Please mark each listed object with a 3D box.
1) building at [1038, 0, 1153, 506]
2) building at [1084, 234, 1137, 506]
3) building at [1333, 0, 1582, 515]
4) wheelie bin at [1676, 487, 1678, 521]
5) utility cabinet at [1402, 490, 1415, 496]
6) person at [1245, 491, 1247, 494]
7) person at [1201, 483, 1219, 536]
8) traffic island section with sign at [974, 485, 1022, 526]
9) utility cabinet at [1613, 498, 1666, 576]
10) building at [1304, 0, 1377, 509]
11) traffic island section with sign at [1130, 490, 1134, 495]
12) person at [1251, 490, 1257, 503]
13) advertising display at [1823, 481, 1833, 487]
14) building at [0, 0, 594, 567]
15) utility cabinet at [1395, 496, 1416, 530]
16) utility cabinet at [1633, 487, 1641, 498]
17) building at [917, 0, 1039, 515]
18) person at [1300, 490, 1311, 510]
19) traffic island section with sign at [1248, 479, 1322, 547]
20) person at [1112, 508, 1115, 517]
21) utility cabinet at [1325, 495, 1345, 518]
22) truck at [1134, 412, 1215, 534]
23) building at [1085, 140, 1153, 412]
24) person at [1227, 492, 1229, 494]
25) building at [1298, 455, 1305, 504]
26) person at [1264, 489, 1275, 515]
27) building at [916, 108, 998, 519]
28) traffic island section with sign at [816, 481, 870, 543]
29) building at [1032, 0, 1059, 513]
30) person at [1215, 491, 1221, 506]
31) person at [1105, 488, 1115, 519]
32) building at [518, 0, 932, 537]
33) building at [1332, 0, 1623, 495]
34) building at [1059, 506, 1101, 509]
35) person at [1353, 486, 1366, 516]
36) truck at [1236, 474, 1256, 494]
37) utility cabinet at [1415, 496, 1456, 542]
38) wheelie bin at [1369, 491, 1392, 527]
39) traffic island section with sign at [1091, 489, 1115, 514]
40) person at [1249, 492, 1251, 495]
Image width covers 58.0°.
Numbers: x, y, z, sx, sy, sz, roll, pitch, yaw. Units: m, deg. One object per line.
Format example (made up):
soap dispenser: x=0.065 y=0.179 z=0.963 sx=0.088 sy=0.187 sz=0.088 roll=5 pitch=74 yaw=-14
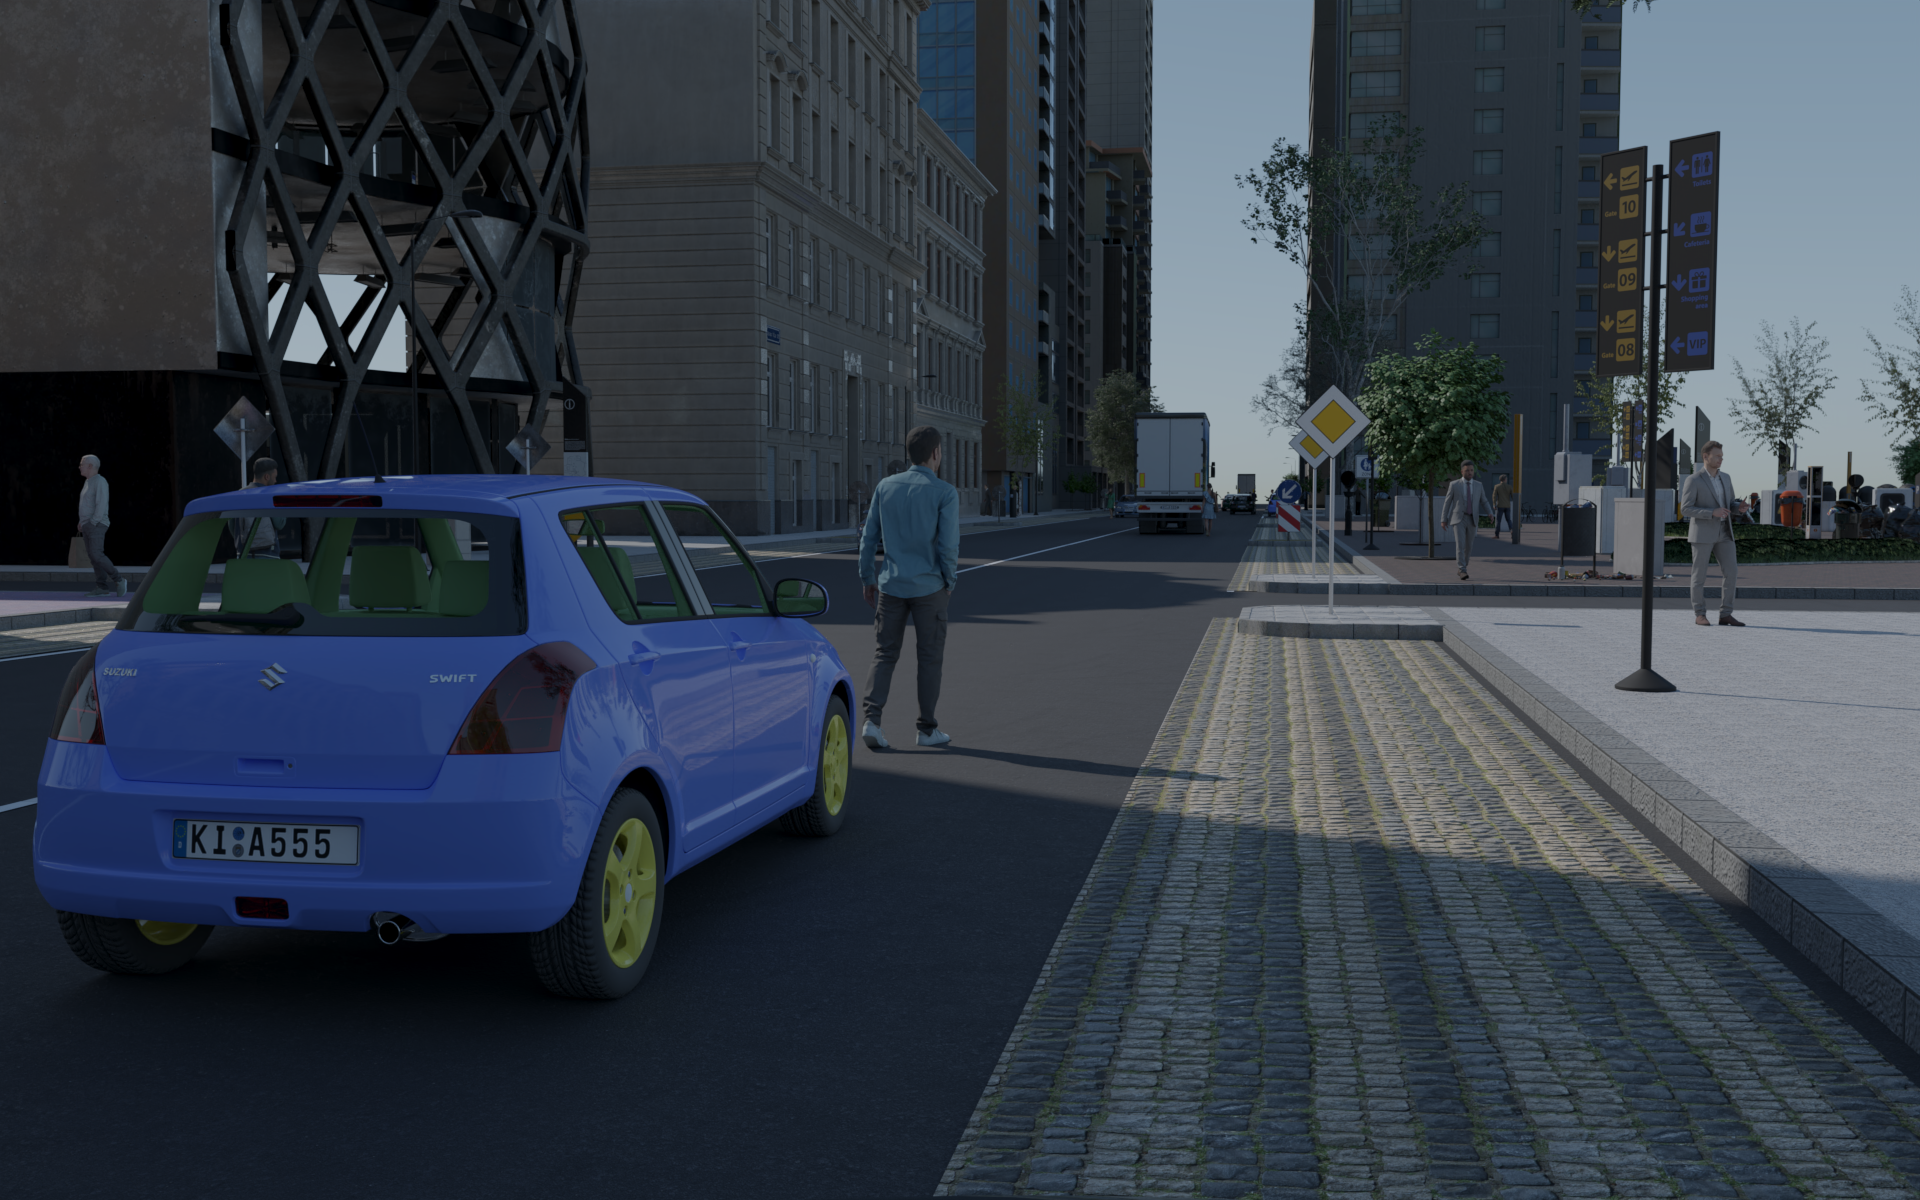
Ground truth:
building: x=18.116 y=-48.987 z=239.183 sx=20.563 sy=71.187 sz=20.611 roll=1 pitch=4 yaw=10
building: x=12.241 y=-25.846 z=194.286 sx=14.160 sy=30.474 sz=14.107 roll=1 pitch=4 yaw=10
building: x=32.565 y=-26.355 z=114.507 sx=14.154 sy=41.232 sz=14.086 roll=1 pitch=4 yaw=10
wheelie bin: x=31.313 y=-4.146 z=75.703 sx=0.693 sy=1.594 sz=0.980 roll=2 pitch=4 yaw=26
utility cabinet: x=24.071 y=-5.156 z=92.984 sx=0.318 sy=1.500 sz=1.173 roll=0 pitch=4 yaw=-6
person: x=32.885 y=-11.573 z=198.452 sx=0.721 sy=1.736 sz=1.217 roll=1 pitch=4 yaw=19
person: x=8.446 y=-3.051 z=58.476 sx=0.616 sy=1.811 sz=0.778 roll=0 pitch=4 yaw=7
traffic island section with sign: x=1.743 y=-4.221 z=77.635 sx=1.989 sy=1.847 sz=2.006 roll=1 pitch=4 yaw=10
utility cabinet: x=10.857 y=-1.011 z=27.687 sx=0.306 sy=1.237 sz=1.020 roll=-1 pitch=4 yaw=-9
building: x=43.094 y=-32.795 z=159.895 sx=21.300 sy=48.544 sz=21.600 roll=1 pitch=4 yaw=10
traffic island section with sign: x=15.462 y=-8.865 z=153.566 sx=1.989 sy=1.847 sz=2.006 roll=1 pitch=4 yaw=10
person: x=25.833 y=-8.773 z=152.386 sx=0.683 sy=1.767 sz=0.568 roll=1 pitch=4 yaw=22
advertising display: x=43.146 y=-4.972 z=86.512 sx=0.123 sy=1.923 sz=0.974 roll=-1 pitch=4 yaw=-20
building: x=-17.389 y=-10.496 z=39.070 sx=16.820 sy=18.784 sz=16.811 roll=1 pitch=4 yaw=10
utility cabinet: x=16.296 y=-3.156 z=62.760 sx=1.020 sy=1.237 sz=0.306 roll=0 pitch=4 yaw=1
utility cabinet: x=22.140 y=-3.018 z=58.029 sx=1.173 sy=1.500 sz=0.318 roll=0 pitch=4 yaw=5
building: x=-2.748 y=-28.183 z=110.907 sx=14.600 sy=45.320 sz=14.200 roll=1 pitch=4 yaw=10
person: x=28.588 y=-8.389 z=143.186 sx=0.705 sy=1.826 sz=1.348 roll=-2 pitch=4 yaw=-33
traffic island section with sign: x=8.966 y=-2.395 z=47.793 sx=1.989 sy=1.847 sz=2.006 roll=1 pitch=4 yaw=10
person: x=9.654 y=-5.960 z=109.206 sx=0.557 sy=1.426 sz=1.065 roll=0 pitch=4 yaw=8
utility cabinet: x=19.883 y=-4.929 z=91.749 sx=1.020 sy=1.237 sz=0.306 roll=2 pitch=4 yaw=26
truck: x=8.086 y=-4.653 z=64.985 sx=2.839 sy=4.237 sz=11.283 roll=1 pitch=4 yaw=9
building: x=12.302 y=-34.312 z=215.632 sx=22.147 sy=44.769 sz=28.867 roll=1 pitch=4 yaw=10
person: x=34.779 y=-13.224 z=225.438 sx=0.721 sy=1.743 sz=1.217 roll=0 pitch=4 yaw=1
building: x=53.080 y=-54.881 z=209.975 sx=22.319 sy=86.520 sz=31.000 roll=1 pitch=4 yaw=10
person: x=21.013 y=-6.619 z=117.245 sx=0.750 sy=1.759 sz=0.617 roll=-1 pitch=4 yaw=-12
building: x=-5.474 y=-15.370 z=87.460 sx=11.583 sy=22.565 sz=21.152 roll=1 pitch=4 yaw=10
traffic island section with sign: x=-3.052 y=-2.598 z=51.108 sx=1.989 sy=1.847 sz=2.006 roll=1 pitch=4 yaw=10
building: x=-3.271 y=-50.153 z=132.665 sx=22.319 sy=86.520 sz=31.000 roll=1 pitch=4 yaw=10
person: x=27.702 y=-10.906 z=187.334 sx=1.217 sy=1.766 sz=0.721 roll=2 pitch=4 yaw=30
person: x=8.740 y=-5.587 z=100.096 sx=0.600 sy=1.795 sz=0.529 roll=2 pitch=4 yaw=33
building: x=-9.508 y=-16.337 z=64.382 sx=12.463 sy=27.353 sz=25.104 roll=1 pitch=4 yaw=10
building: x=39.948 y=-36.263 z=134.897 sx=21.231 sy=58.520 sz=28.212 roll=1 pitch=4 yaw=10
building: x=3.057 y=-44.048 z=158.442 sx=20.563 sy=71.187 sz=20.611 roll=1 pitch=4 yaw=10
person: x=23.823 y=-5.952 z=103.488 sx=0.705 sy=1.807 sz=1.348 roll=-2 pitch=4 yaw=-26
truck: x=40.197 y=-15.565 z=243.397 sx=2.839 sy=4.237 sz=11.283 roll=1 pitch=4 yaw=9
utility cabinet: x=12.851 y=-2.161 z=46.499 sx=1.020 sy=1.237 sz=0.306 roll=-1 pitch=4 yaw=-10
wheelie bin: x=16.415 y=-3.656 z=67.688 sx=0.693 sy=1.594 sz=0.980 roll=-2 pitch=4 yaw=-24
traffic island section with sign: x=10.668 y=-7.242 z=127.039 sx=1.989 sy=1.847 sz=2.006 roll=1 pitch=4 yaw=10
person: x=36.373 y=-12.688 z=216.638 sx=0.721 sy=1.739 sz=1.217 roll=0 pitch=4 yaw=-5
